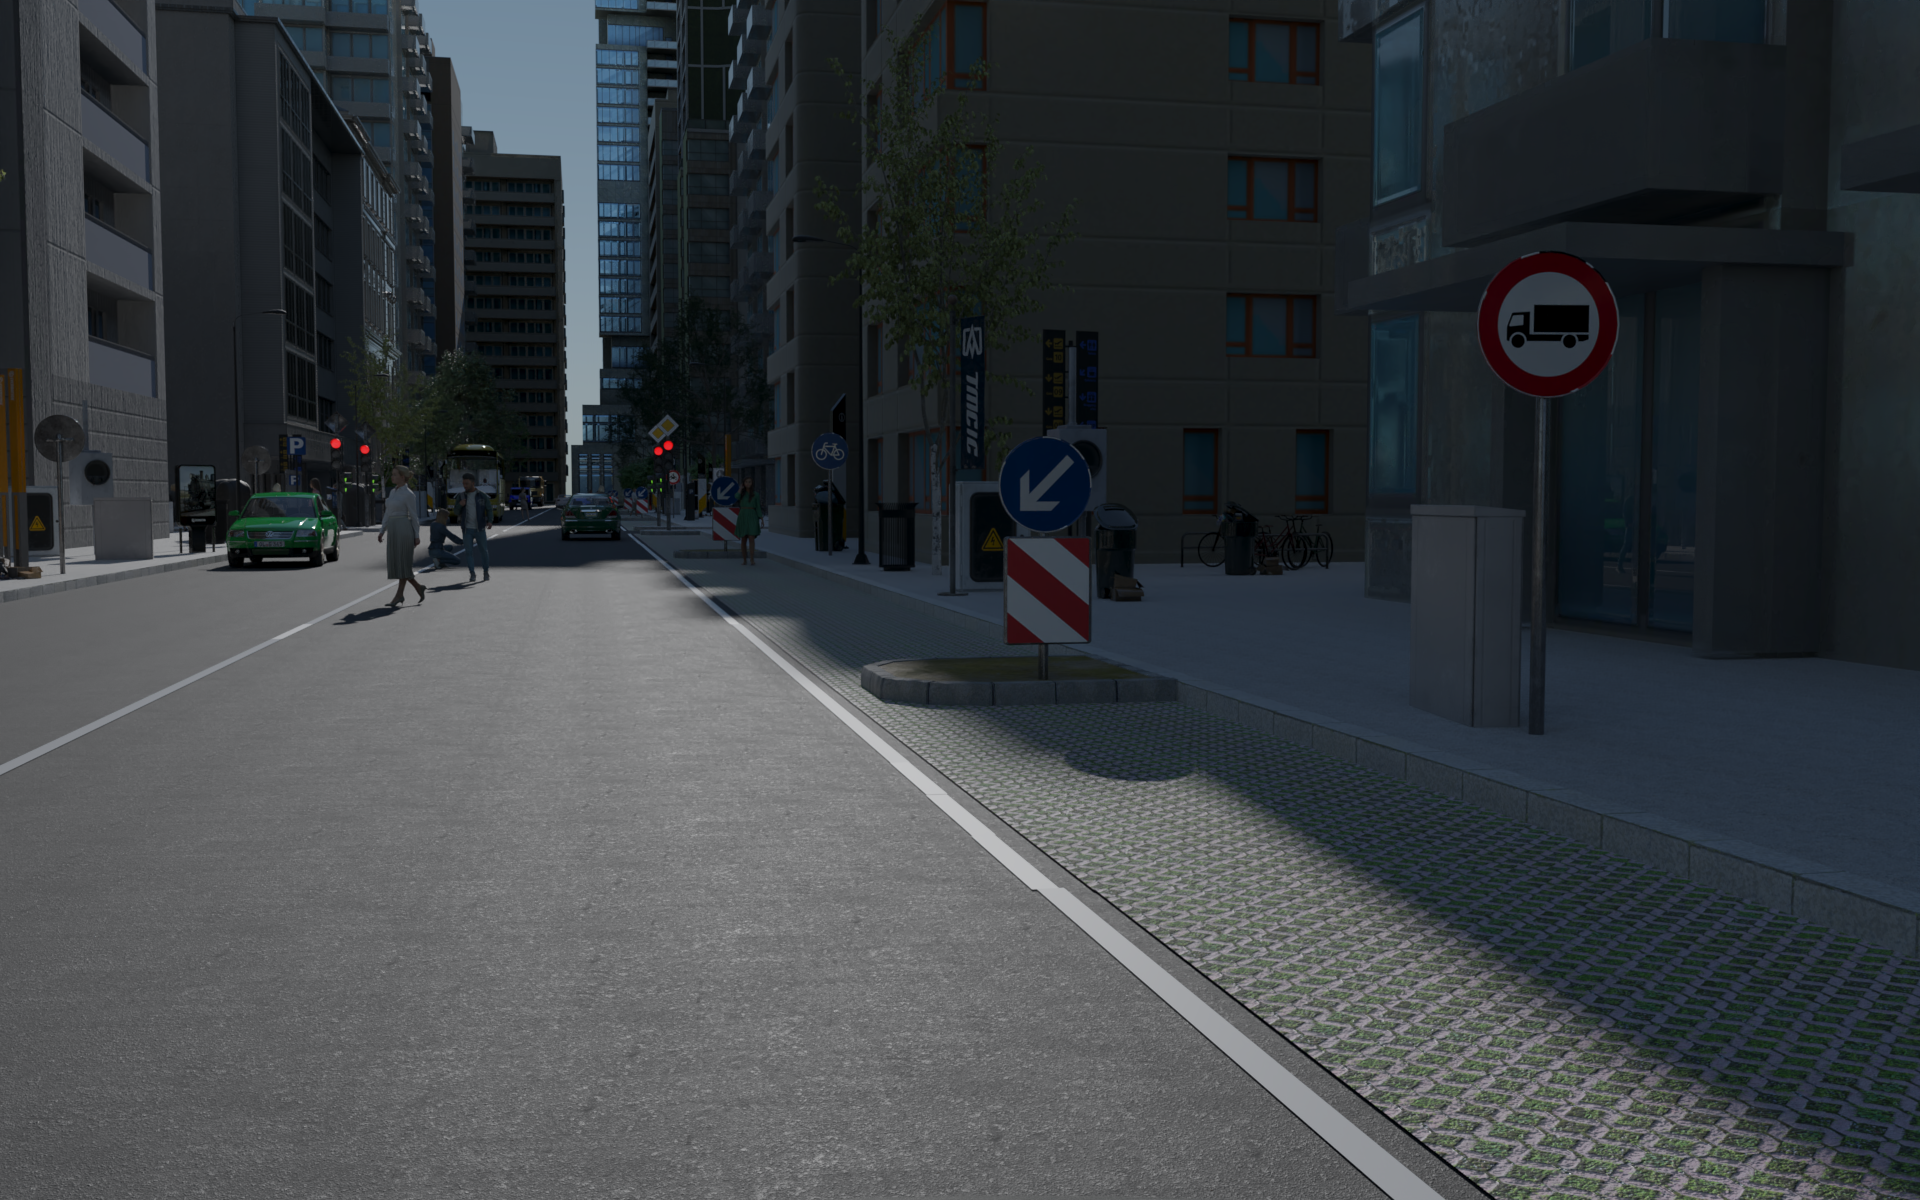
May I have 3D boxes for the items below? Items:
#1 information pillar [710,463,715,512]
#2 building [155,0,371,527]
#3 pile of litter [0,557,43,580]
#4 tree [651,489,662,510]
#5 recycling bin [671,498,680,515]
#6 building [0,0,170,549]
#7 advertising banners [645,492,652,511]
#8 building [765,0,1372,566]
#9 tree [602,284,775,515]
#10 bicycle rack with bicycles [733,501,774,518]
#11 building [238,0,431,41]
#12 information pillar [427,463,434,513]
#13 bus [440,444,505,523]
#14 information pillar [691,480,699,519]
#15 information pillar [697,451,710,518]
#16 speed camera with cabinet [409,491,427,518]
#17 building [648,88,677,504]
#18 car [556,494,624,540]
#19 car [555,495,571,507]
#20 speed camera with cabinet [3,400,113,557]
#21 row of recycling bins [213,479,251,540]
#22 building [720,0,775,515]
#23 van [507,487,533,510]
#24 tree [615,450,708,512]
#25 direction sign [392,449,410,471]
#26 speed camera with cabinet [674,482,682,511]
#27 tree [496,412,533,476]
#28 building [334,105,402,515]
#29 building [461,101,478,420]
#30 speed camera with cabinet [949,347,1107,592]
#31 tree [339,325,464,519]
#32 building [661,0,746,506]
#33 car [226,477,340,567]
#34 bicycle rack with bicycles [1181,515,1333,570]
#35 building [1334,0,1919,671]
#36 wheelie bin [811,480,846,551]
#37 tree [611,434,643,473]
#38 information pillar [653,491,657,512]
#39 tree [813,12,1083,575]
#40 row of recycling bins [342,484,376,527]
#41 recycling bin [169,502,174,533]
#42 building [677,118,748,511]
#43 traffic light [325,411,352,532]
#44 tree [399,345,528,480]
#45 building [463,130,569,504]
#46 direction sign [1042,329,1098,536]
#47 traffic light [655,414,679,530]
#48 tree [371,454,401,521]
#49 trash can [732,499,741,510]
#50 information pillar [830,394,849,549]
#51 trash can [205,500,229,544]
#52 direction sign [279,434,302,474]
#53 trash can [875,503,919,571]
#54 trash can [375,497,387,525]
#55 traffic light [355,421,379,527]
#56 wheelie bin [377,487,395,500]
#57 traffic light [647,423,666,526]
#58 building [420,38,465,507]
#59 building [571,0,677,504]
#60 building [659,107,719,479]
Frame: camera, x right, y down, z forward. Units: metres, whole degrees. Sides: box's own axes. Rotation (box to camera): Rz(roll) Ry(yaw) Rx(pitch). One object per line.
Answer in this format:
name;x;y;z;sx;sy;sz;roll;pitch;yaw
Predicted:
information pillar;-17.974;-8.191;125.274;0.504;3.616;0.183;-3;4;-36
building;-36.990;-16.033;81.203;14.314;24.678;30.058;-1;4;-12
pile of litter;-14.700;-0.767;26.506;1.176;0.858;1.719;-2;4;-32
tree;-24.108;-8.805;138.560;1.663;3.219;1.824;0;3;0
recycling bin;-17.900;-5.826;107.806;0.722;1.027;0.722;2;4;28
building;-35.803;-30.547;41.445;28.212;58.520;21.231;-1;4;-12
advertising banners;-24.112;-8.481;134.849;0.090;3.025;2.074;-2;4;-34
building;10.040;-12.373;47.344;27.650;21.520;28.899;-1;4;-12
tree;-11.183;-8.761;77.649;7.601;10.594;8.767;0;4;1
bicycle rack with bicycles;-10.865;-4.530;87.450;2.925;0.926;2.852;3;4;36
building;-57.875;-32.478;150.620;23.786;49.044;30.456;-1;4;-12
information pillar;-36.437;-7.823;119.267;0.504;3.616;0.183;-2;4;-27
bus;-24.791;-5.950;88.837;2.896;3.916;12.252;-1;4;-13
information pillar;-13.400;-5.083;87.606;0.304;2.012;0.304;-2;4;-25
information pillar;-13.977;-6.262;93.745;0.504;3.616;0.183;1;4;18
speed camera with cabinet;-30.270;-6.140;94.723;2.038;3.252;0.660;-1;4;-9
building;-25.630;-35.595;205.680;21.300;48.544;21.600;-1;4;-12
car;-11.748;-2.648;55.086;2.131;1.459;4.920;-1;4;-12
car;-40.336;-10.060;176.848;2.083;1.381;4.827;-1;4;-14
speed camera with cabinet;-18.688;-2.541;35.873;0.660;3.252;2.038;3;4;38
row of recycling bins;-20.552;-2.533;48.522;1.069;1.692;3.534;-2;4;-29
building;-2.695;-29.928;108.924;23.786;49.044;30.456;-1;4;-12
van;-39.771;-9.320;156.773;2.240;2.365;5.245;-1;4;-12
tree;-20.266;-8.136;116.734;4.285;4.588;4.351;0;3;0
direction sign;-28.028;-5.801;86.851;0.876;3.537;0.379;0;4;1
speed camera with cabinet;-21.389;-8.381;131.363;0.660;3.252;2.038;0;4;-7
tree;-56.914;-17.712;215.353;9.928;11.665;9.643;0;3;0
building;-42.451;-19.012;108.110;12.463;27.353;25.104;-1;4;-12
building;-70.343;-35.174;194.709;30.456;49.044;23.786;-1;4;-12
speed camera with cabinet;0.905;-1.758;23.085;2.038;3.252;0.660;-1;4;-15
tree;-25.201;-7.690;76.095;4.737;8.622;4.395;0;3;0
building;-18.981;-44.731;169.603;20.563;71.187;20.611;-1;4;-12
car;-13.810;-1.630;35.443;1.959;1.807;4.718;-1;4;-14
bicycle rack with bicycles;5.296;-1.013;29.946;2.925;0.926;2.852;-2;4;-29
building;17.036;-23.849;9.536;23.786;49.044;30.456;-1;4;-12
wheelie bin;-2.962;-1.896;38.916;0.693;1.594;0.980;-1;4;-19
tree;-40.081;-15.807;208.800;4.360;8.622;3.978;0;3;0
information pillar;-21.355;-7.960;121.498;0.183;3.616;0.504;3;4;37
tree;-0.320;-4.684;26.943;4.737;8.622;4.395;0;3;0
row of recycling bins;-24.006;-3.805;69.318;1.069;1.692;3.534;-1;4;-11
recycling bin;-26.320;-2.707;56.806;0.722;1.027;0.722;0;4;3
building;-14.923;-22.389;137.766;14.160;30.474;14.107;-1;4;-12
traffic light;-21.050;-4.264;58.630;0.839;4.253;0.868;-1;4;-12
tree;-38.273;-13.247;133.598;9.611;12.733;9.660;0;3;0
building;-64.199;-37.304;233.619;21.600;48.544;21.300;-1;4;-12
direction sign;1.532;-1.960;24.045;0.876;3.537;0.379;-2;4;-27
traffic light;-10.294;-4.408;60.985;0.839;4.253;0.868;-1;4;-12
tree;-27.287;-5.375;82.486;1.663;3.219;1.824;0;3;0
trash can;-10.064;-4.107;78.797;0.748;1.137;0.748;0;3;0
information pillar;-2.827;-2.997;40.348;0.183;3.616;0.504;3;4;36
trash can;-19.211;-2.018;44.645;0.748;1.137;0.748;0;3;0
direction sign;-25.393;-4.511;65.757;0.876;3.537;0.379;0;4;3
trash can;-1.052;-1.055;28.906;0.748;1.137;0.748;0;3;0
trash can;-24.460;-3.740;72.799;0.748;1.137;0.748;0;3;0
traffic light;-22.753;-4.741;66.432;0.839;4.253;0.868;-1;4;-12
wheelie bin;-26.323;-4.395;79.765;0.980;1.594;0.693;-1;4;-14
traffic light;-11.997;-4.885;68.787;0.839;4.253;0.868;-1;4;-12
building;-57.355;-32.021;173.656;14.600;45.320;14.200;-1;4;-12
building;-37.938;-56.579;237.729;31.000;86.520;22.319;-1;4;-12
building;-25.332;-30.835;187.741;14.154;41.232;14.086;-1;4;-12
